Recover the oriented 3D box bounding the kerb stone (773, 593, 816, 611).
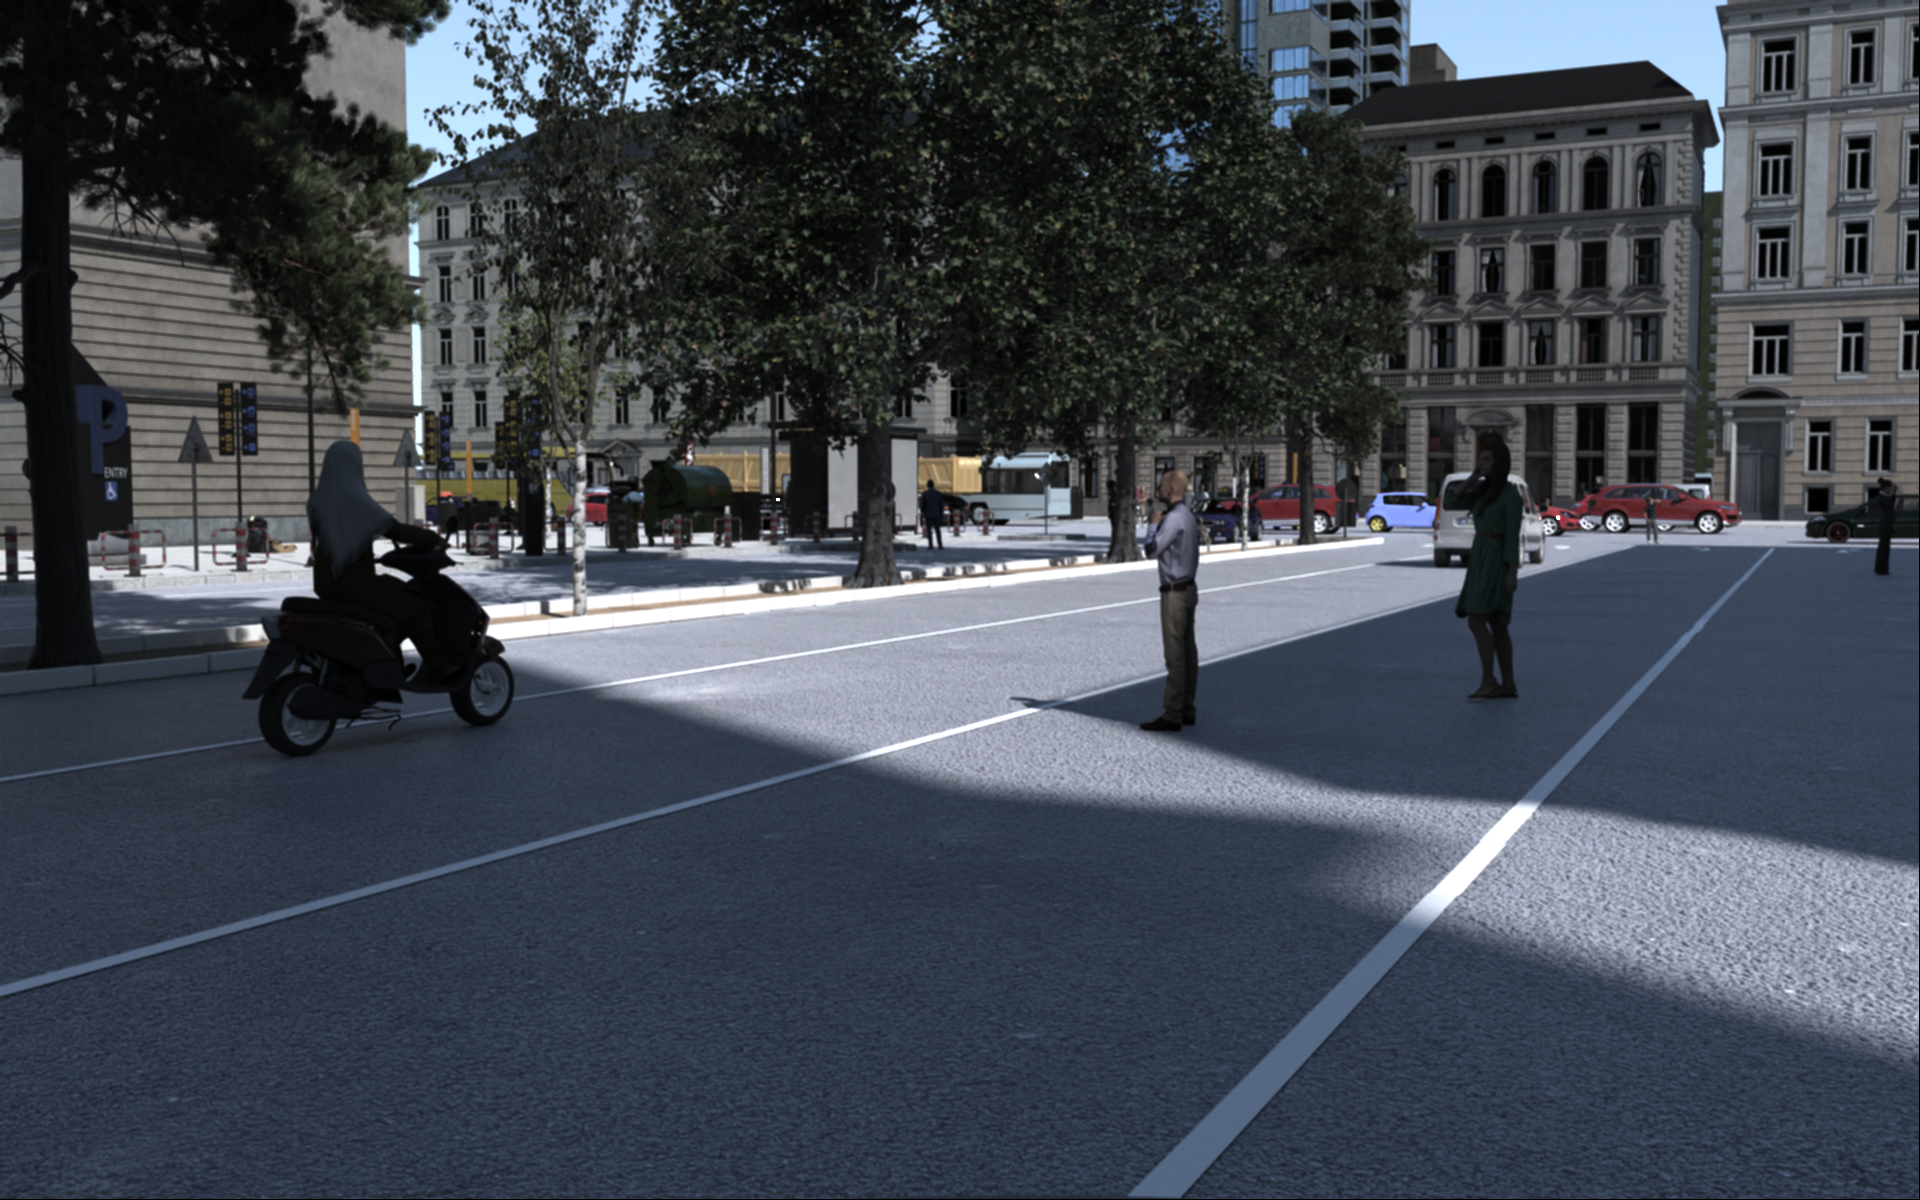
[{"bbox_3d":[-2.144,0.029,21.723,0.120,0.150,1.000,2,4,26],"label":"kerb stone"}]

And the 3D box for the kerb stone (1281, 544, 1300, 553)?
[{"bbox_3d":[7.978,-1.212,42.004,0.120,0.150,1.000,2,4,26],"label":"kerb stone"}]

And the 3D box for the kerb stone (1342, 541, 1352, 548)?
[{"bbox_3d":[10.293,-1.489,46.608,0.120,0.150,1.000,2,4,26],"label":"kerb stone"}]

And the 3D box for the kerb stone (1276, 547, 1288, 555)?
[{"bbox_3d":[7.518,-1.155,41.086,0.120,0.150,1.000,2,4,26],"label":"kerb stone"}]

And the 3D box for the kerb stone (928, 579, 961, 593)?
[{"bbox_3d":[-0.305,-0.193,25.406,0.120,0.150,1.000,2,4,26],"label":"kerb stone"}]

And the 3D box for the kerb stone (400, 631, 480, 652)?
[{"bbox_3d":[-4.898,0.367,16.191,0.120,0.150,1.000,2,4,26],"label":"kerb stone"}]

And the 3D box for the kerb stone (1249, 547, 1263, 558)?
[{"bbox_3d":[6.605,-1.043,39.244,0.120,0.150,1.000,2,4,26],"label":"kerb stone"}]

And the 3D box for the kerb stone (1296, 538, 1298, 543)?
[{"bbox_3d":[9.787,-1.720,50.317,0.120,0.150,1.000,2,4,26],"label":"kerb stone"}]

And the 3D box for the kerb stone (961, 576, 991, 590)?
[{"bbox_3d":[0.162,-0.252,26.341,0.120,0.150,1.000,2,4,26],"label":"kerb stone"}]

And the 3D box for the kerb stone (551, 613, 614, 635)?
[{"bbox_3d":[-3.987,0.254,18.035,0.120,0.150,1.000,2,4,26],"label":"kerb stone"}]

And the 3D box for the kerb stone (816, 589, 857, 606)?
[{"bbox_3d":[-1.681,-0.027,22.643,0.120,0.150,1.000,2,4,26],"label":"kerb stone"}]

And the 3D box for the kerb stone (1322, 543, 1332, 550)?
[{"bbox_3d":[9.360,-1.378,44.766,0.120,0.150,1.000,2,4,26],"label":"kerb stone"}]

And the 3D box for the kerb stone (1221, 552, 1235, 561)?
[{"bbox_3d":[5.678,-0.929,37.390,0.120,0.150,1.000,2,4,26],"label":"kerb stone"}]

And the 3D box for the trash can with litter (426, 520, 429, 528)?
[{"bbox_3d":[-20.485,-3.294,65.243,1.055,1.170,0.624,-2,4,-33],"label":"trash can with litter"}]

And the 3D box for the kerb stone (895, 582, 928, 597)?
[{"bbox_3d":[-0.770,-0.136,24.491,0.120,0.150,1.000,2,4,26],"label":"kerb stone"}]

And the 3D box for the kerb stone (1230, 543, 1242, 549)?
[{"bbox_3d":[7.036,-1.382,44.793,0.120,0.150,1.000,2,4,26],"label":"kerb stone"}]

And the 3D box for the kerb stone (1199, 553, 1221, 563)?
[{"bbox_3d":[5.226,-0.872,36.467,0.120,0.150,1.000,2,4,26],"label":"kerb stone"}]

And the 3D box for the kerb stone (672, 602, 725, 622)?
[{"bbox_3d":[-3.066,0.141,19.885,0.120,0.150,1.000,2,4,26],"label":"kerb stone"}]

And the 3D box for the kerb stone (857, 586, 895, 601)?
[{"bbox_3d":[-1.218,-0.082,23.559,0.120,0.150,1.000,2,4,26],"label":"kerb stone"}]

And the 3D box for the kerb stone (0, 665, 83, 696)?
[{"bbox_3d":[-6.749,0.593,12.500,0.120,0.150,1.000,2,4,26],"label":"kerb stone"}]

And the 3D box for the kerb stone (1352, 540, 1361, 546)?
[{"bbox_3d":[10.749,-1.550,47.534,0.120,0.150,1.000,2,4,26],"label":"kerb stone"}]

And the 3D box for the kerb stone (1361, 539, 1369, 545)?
[{"bbox_3d":[11.207,-1.606,48.453,0.120,0.150,1.000,2,4,26],"label":"kerb stone"}]

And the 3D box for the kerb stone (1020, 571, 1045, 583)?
[{"bbox_3d":[1.087,-0.365,28.183,0.120,0.150,1.000,2,4,26],"label":"kerb stone"}]

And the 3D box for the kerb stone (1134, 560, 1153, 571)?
[{"bbox_3d":[3.379,-0.648,32.785,0.120,0.150,1.000,2,4,26],"label":"kerb stone"}]

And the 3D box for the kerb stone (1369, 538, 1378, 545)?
[{"bbox_3d":[11.665,-1.661,49.371,0.120,0.150,1.000,2,4,26],"label":"kerb stone"}]

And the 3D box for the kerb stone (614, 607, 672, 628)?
[{"bbox_3d":[-3.525,0.199,18.960,0.120,0.150,1.000,2,4,26],"label":"kerb stone"}]

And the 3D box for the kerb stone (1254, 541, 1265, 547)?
[{"bbox_3d":[7.952,-1.492,46.639,0.120,0.150,1.000,2,4,26],"label":"kerb stone"}]

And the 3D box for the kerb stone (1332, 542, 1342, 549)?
[{"bbox_3d":[9.825,-1.437,45.694,0.120,0.150,1.000,2,4,26],"label":"kerb stone"}]

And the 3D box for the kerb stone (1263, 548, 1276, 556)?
[{"bbox_3d":[7.062,-1.096,40.163,0.120,0.150,1.000,2,4,26],"label":"kerb stone"}]

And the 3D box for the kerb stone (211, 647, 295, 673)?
[{"bbox_3d":[-5.831,0.480,14.347,0.120,0.150,1.000,2,4,26],"label":"kerb stone"}]

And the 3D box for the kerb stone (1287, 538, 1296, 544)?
[{"bbox_3d":[9.327,-1.664,49.395,0.120,0.150,1.000,2,4,26],"label":"kerb stone"}]

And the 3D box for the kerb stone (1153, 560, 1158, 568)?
[{"bbox_3d":[3.834,-0.704,33.705,0.120,0.150,1.000,2,4,26],"label":"kerb stone"}]

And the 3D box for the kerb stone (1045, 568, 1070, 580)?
[{"bbox_3d":[1.547,-0.422,29.101,0.120,0.150,1.000,2,4,26],"label":"kerb stone"}]

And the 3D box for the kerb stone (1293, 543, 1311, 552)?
[{"bbox_3d":[8.437,-1.266,42.927,0.120,0.150,1.000,2,4,26],"label":"kerb stone"}]

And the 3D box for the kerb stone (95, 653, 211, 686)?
[{"bbox_3d":[-6.288,0.543,13.424,0.120,0.150,1.000,2,4,26],"label":"kerb stone"}]

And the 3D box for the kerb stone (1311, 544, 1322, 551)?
[{"bbox_3d":[8.903,-1.318,43.847,0.120,0.150,1.000,2,4,26],"label":"kerb stone"}]

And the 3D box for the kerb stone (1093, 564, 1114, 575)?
[{"bbox_3d":[2.471,-0.535,30.944,0.120,0.150,1.000,2,4,26],"label":"kerb stone"}]

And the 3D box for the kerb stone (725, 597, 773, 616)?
[{"bbox_3d":[-2.600,0.085,20.803,0.120,0.150,1.000,2,4,26],"label":"kerb stone"}]

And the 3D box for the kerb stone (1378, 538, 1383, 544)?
[{"bbox_3d":[12.124,-1.719,50.302,0.120,0.150,1.000,2,4,26],"label":"kerb stone"}]

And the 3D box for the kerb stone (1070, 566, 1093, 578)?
[{"bbox_3d":[2.010,-0.479,30.026,0.120,0.150,1.000,2,4,26],"label":"kerb stone"}]

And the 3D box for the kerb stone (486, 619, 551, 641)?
[{"bbox_3d":[-4.447,0.311,17.117,0.120,0.150,1.000,2,4,26],"label":"kerb stone"}]

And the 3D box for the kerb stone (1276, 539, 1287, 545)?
[{"bbox_3d":[8.870,-1.607,48.475,0.120,0.150,1.000,2,4,26],"label":"kerb stone"}]

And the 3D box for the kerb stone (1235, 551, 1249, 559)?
[{"bbox_3d":[6.138,-0.983,38.316,0.120,0.150,1.000,2,4,26],"label":"kerb stone"}]

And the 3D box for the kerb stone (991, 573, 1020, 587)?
[{"bbox_3d":[0.635,-0.305,27.262,0.120,0.150,1.000,2,4,26],"label":"kerb stone"}]

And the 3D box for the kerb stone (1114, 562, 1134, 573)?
[{"bbox_3d":[2.915,-0.592,31.869,0.120,0.150,1.000,2,4,26],"label":"kerb stone"}]

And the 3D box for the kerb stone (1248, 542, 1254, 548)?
[{"bbox_3d":[7.495,-1.435,45.716,0.120,0.150,1.000,2,4,26],"label":"kerb stone"}]

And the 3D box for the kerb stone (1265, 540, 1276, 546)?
[{"bbox_3d":[8.417,-1.547,47.555,0.120,0.150,1.000,2,4,26],"label":"kerb stone"}]
